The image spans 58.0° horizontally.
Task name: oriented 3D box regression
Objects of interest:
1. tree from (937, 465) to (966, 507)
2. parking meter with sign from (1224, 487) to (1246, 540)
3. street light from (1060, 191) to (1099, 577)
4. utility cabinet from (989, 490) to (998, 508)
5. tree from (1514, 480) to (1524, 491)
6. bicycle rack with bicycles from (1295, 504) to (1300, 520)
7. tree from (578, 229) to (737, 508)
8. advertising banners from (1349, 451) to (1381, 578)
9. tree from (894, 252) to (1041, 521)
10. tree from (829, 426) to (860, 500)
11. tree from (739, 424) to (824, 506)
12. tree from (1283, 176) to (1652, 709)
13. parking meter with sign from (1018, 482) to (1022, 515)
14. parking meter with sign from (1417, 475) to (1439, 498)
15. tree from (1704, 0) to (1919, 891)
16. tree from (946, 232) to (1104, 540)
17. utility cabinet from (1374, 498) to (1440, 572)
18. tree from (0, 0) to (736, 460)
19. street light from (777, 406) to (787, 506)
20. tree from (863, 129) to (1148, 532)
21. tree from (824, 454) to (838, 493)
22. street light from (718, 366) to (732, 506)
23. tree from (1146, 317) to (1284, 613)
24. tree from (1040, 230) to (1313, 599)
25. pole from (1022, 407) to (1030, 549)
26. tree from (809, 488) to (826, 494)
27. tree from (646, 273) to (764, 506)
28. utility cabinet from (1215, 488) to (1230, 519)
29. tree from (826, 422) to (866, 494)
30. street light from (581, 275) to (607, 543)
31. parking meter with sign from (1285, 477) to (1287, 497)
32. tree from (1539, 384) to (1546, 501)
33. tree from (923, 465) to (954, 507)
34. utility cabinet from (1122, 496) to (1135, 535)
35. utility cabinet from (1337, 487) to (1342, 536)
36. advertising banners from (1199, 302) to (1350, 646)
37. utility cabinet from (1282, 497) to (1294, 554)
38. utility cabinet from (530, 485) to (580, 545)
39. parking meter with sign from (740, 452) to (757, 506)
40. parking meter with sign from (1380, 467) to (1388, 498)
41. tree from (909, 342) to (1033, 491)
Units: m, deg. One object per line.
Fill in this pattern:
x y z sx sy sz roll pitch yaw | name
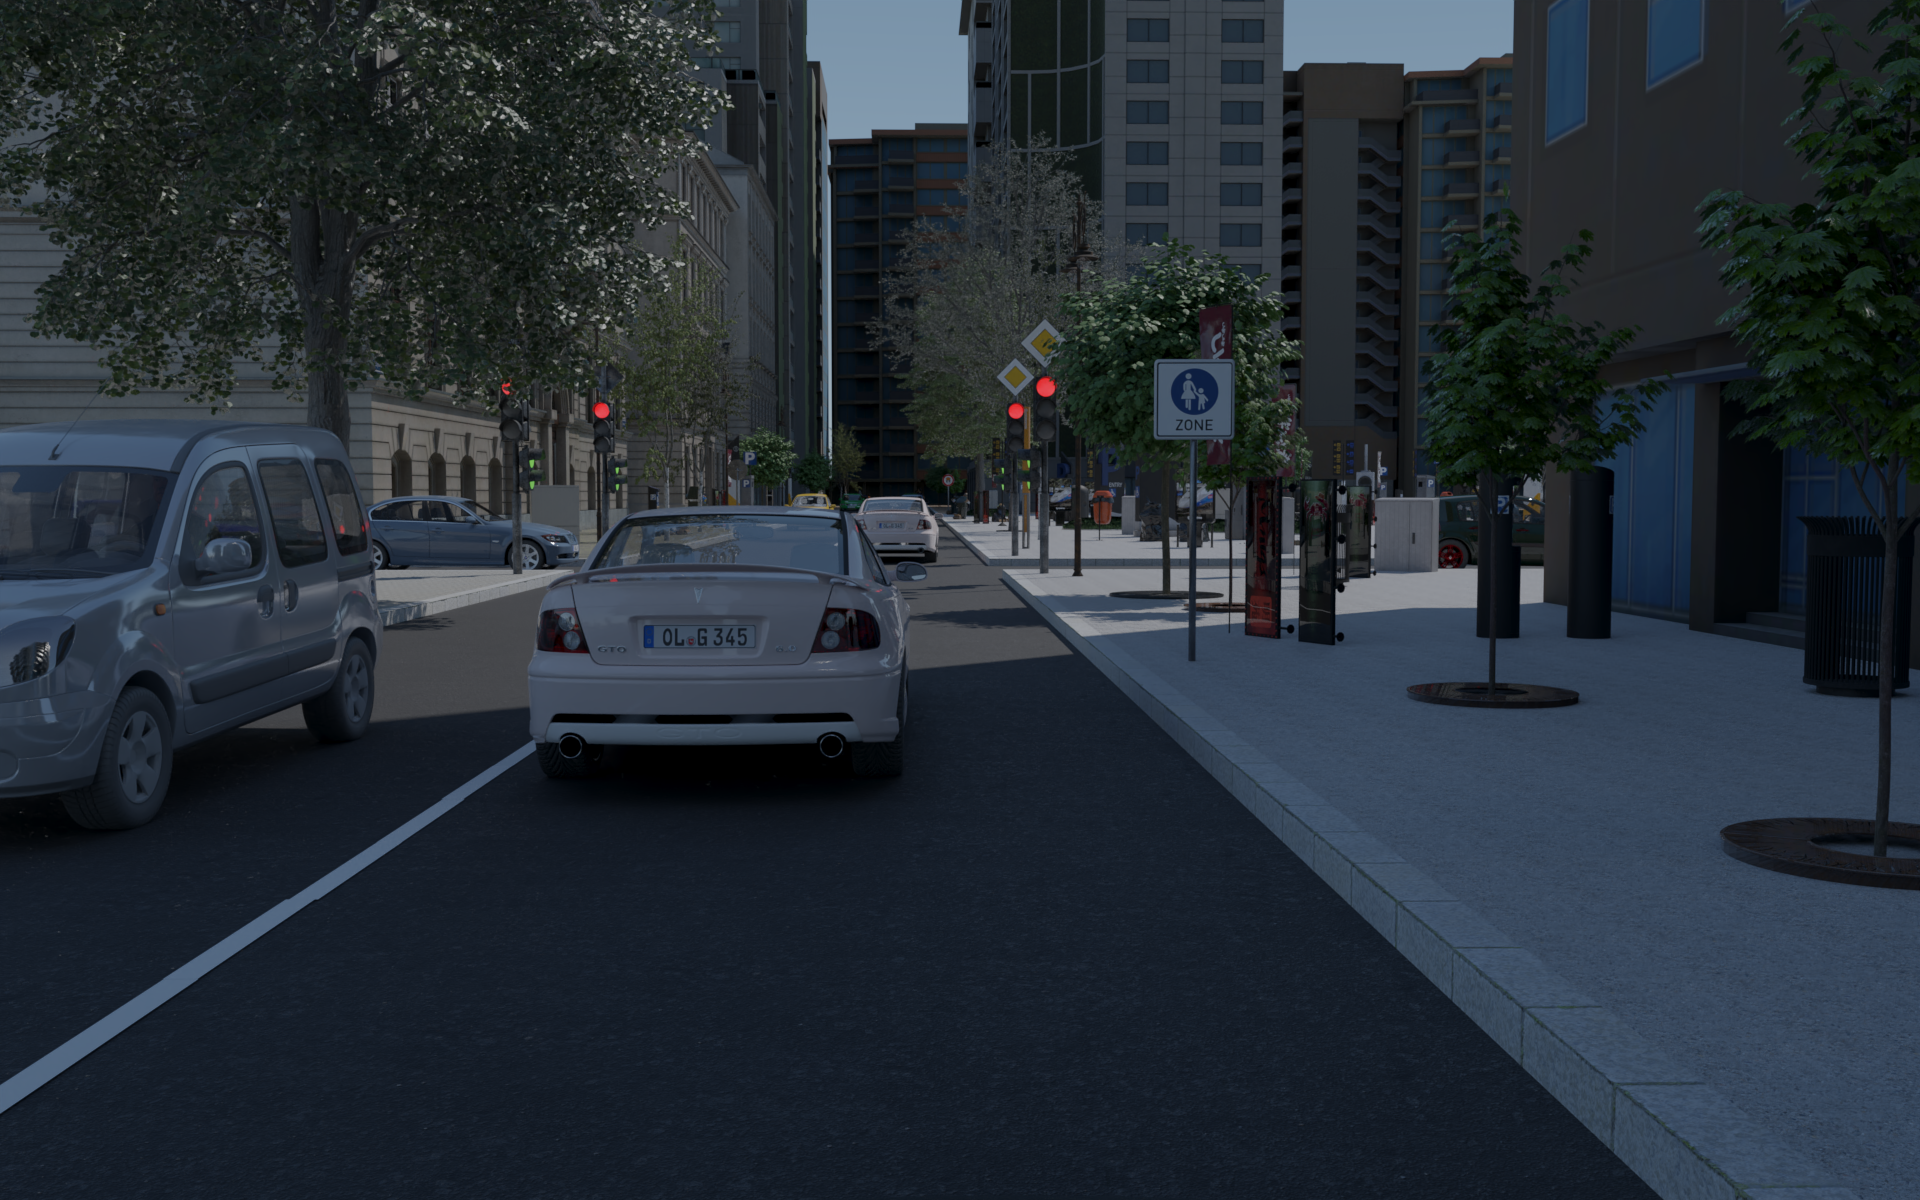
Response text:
-0.239 -7.389 115.415 1.663 3.219 1.824 0 3 0 | tree
7.976 -3.194 48.489 0.543 3.016 1.738 -1 4 -20 | parking meter with sign
1.834 -3.306 26.841 0.468 5.910 1.993 0 4 -2 | street light
1.655 -5.820 103.834 1.173 1.500 0.318 0 4 -7 | utility cabinet
30.956 -6.989 97.984 4.285 4.588 4.351 0 3 0 | tree
18.274 -4.548 87.737 2.925 0.926 2.852 -2 4 -27 | bicycle rack with bicycles
-8.302 -5.934 47.383 4.737 8.622 4.395 0 3 0 | tree
5.636 -1.886 27.019 0.090 3.025 2.074 -3 5 -40 | advertising banners
0.621 -9.947 80.759 7.486 12.596 7.792 0 3 0 | tree
-12.902 -14.542 188.127 4.360 8.622 3.978 0 3 0 | tree
-9.217 -5.985 81.564 4.285 4.588 4.351 0 3 0 | tree
3.254 -0.981 10.643 1.663 3.219 1.824 0 3 0 | tree
3.680 -6.807 107.553 0.543 3.016 1.738 -2 4 -32 | parking meter with sign
18.612 -4.459 69.162 0.543 3.016 1.738 -1 4 -20 | parking meter with sign
3.369 -0.695 5.959 1.663 3.219 1.824 0 3 0 | tree
2.050 -5.997 48.416 4.360 8.622 3.978 0 3 0 | tree
7.419 -1.079 28.801 1.020 1.237 0.306 3 4 39 | utility cabinet
-7.226 -6.925 19.885 9.857 13.997 8.962 0 3 0 | tree
-9.176 -7.130 89.369 0.468 5.910 1.993 0 4 -2 | street light
1.876 -9.072 58.698 12.009 13.543 11.850 0 3 0 | tree
-10.012 -8.336 120.001 4.285 4.588 4.351 0 3 0 | tree
-8.433 -5.493 62.602 0.468 5.910 1.993 0 4 -2 | street light
3.029 -1.491 18.987 1.663 3.219 1.824 0 3 0 | tree
2.674 -2.323 21.688 4.285 4.588 4.351 0 3 0 | tree
1.551 -2.858 40.577 0.158 3.312 0.155 0 3 0 | pole
-10.805 -8.366 131.377 1.663 3.219 1.824 0 3 0 | tree
-8.760 -6.614 58.504 4.360 8.622 3.978 0 3 0 | tree
10.280 -3.653 68.409 1.173 1.500 0.318 3 4 36 | utility cabinet
-11.585 -13.800 175.997 4.737 8.622 4.395 0 3 0 | tree
-7.686 -3.913 36.758 0.468 5.910 1.993 0 4 -2 | street light
12.372 -4.517 70.110 1.738 3.016 0.543 1 4 23 | parking meter with sign
24.890 -7.538 73.613 4.360 8.622 3.978 0 3 0 | tree
-2.040 -11.674 174.578 4.285 4.588 4.351 0 3 0 | tree
5.651 -2.676 54.911 1.020 1.237 0.306 1 4 23 | utility cabinet
10.995 -2.620 51.513 0.318 1.500 1.173 -1 4 -10 | utility cabinet
2.725 -1.176 15.418 0.090 3.025 2.074 -2 4 -27 | advertising banners
6.907 -1.616 37.583 0.306 1.237 1.020 -1 4 -16 | utility cabinet
-10.116 -2.113 43.224 1.173 1.500 0.318 -1 4 -22 | utility cabinet
-8.670 -4.540 70.493 0.543 3.016 1.738 0 4 2 | parking meter with sign
26.950 -6.982 110.417 0.543 3.016 1.738 1 4 14 | parking meter with sign
0.717 -9.771 94.170 8.767 10.594 7.601 2 4 35 | tree
